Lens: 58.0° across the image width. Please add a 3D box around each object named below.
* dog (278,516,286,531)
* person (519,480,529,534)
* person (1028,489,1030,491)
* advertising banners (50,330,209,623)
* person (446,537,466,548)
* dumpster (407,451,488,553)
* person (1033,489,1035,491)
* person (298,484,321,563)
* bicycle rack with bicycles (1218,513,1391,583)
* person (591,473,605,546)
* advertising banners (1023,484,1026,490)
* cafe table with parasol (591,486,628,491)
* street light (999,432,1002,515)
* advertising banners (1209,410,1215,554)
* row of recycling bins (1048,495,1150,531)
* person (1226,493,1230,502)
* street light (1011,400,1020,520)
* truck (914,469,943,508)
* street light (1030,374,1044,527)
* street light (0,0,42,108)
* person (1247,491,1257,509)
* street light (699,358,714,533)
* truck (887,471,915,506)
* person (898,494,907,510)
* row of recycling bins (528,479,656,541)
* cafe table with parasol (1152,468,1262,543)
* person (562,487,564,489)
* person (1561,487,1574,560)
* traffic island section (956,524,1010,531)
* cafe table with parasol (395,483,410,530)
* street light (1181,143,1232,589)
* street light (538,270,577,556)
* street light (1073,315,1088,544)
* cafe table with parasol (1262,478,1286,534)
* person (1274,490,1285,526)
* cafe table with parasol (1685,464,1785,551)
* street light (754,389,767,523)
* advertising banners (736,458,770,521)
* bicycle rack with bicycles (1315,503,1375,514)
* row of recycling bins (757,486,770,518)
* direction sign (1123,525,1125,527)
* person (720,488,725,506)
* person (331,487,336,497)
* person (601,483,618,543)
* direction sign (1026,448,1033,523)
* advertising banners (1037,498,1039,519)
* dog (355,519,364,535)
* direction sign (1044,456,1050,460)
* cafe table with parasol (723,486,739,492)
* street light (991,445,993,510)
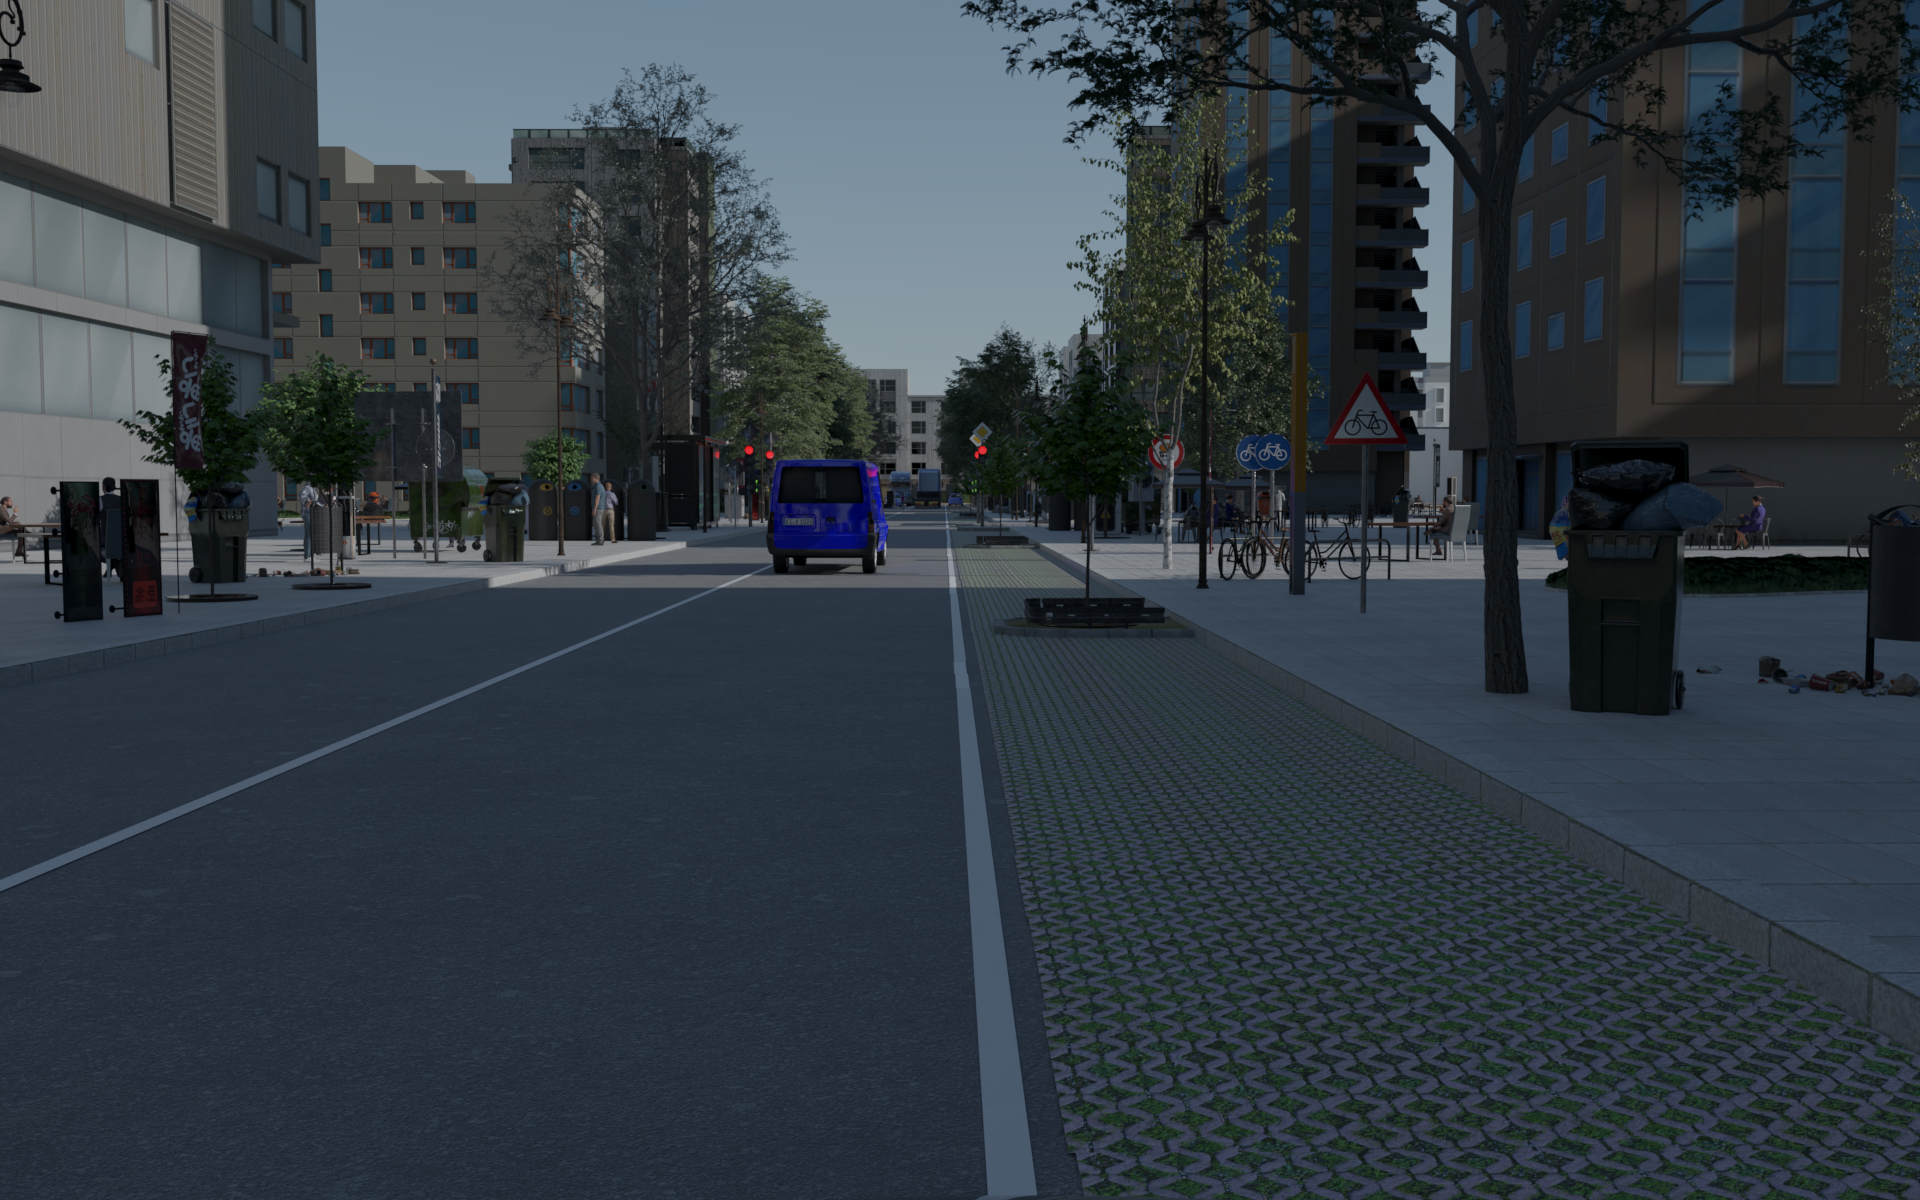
[{"bbox_3d":[-23.973,-2.681,60.665,0.406,0.507,0.540,2,4,28],"label":"dog"},{"bbox_3d":[-14.081,-2.988,55.572,0.621,1.740,0.551,0,4,4],"label":"person"},{"bbox_3d":[7.086,-10.515,178.413,0.568,1.767,0.683,1,4,11],"label":"person"},{"bbox_3d":[-8.591,-1.339,18.078,0.090,3.025,2.074,1,4,21],"label":"advertising banners"},{"bbox_3d":[-12.069,-2.128,41.360,0.617,1.759,0.750,0,4,-2],"label":"person"},{"bbox_3d":[-11.398,-2.205,38.539,1.502,2.255,1.985,0,4,0],"label":"dumpster"},{"bbox_3d":[8.239,-11.377,192.145,1.350,1.814,0.705,0,4,1],"label":"person"},{"bbox_3d":[-12.230,-1.576,32.529,0.376,1.734,0.841,-1,4,-20],"label":"person"},{"bbox_3d":[5.000,-0.781,26.157,2.925,0.926,2.852,-2,4,-35],"label":"bicycle rack with bicycles"},{"bbox_3d":[-9.052,-2.260,43.118,0.434,1.807,0.598,0,4,8],"label":"person"},{"bbox_3d":[4.988,-7.476,118.412,2.074,3.025,0.090,-1,4,-13],"label":"advertising banners"},{"bbox_3d":[-19.324,-5.547,95.564,2.610,1.966,2.610,0,4,2],"label":"cafe table with parasol"},{"bbox_3d":[2.471,-8.166,106.294,0.468,5.910,1.993,0,4,-1],"label":"street light"},{"bbox_3d":[5.388,-2.505,37.138,0.090,3.025,2.074,1,4,10],"label":"advertising banners"},{"bbox_3d":[4.844,-3.259,60.391,3.534,1.692,1.069,0,4,6],"label":"row of recycling bins"},{"bbox_3d":[15.666,-5.599,101.496,0.340,1.345,0.435,1,4,17],"label":"person"},{"bbox_3d":[2.775,-6.851,84.809,0.468,5.910,1.993,0,4,-1],"label":"street light"},{"bbox_3d":[-3.277,-11.557,178.714,2.967,4.110,18.799,0,3,0],"label":"truck"},{"bbox_3d":[2.963,-5.769,67.112,0.468,5.910,1.993,0,4,-1],"label":"street light"},{"bbox_3d":[-8.215,-2.546,14.415,0.468,5.910,1.993,0,4,-1],"label":"street light"},{"bbox_3d":[16.972,-5.627,100.002,0.435,1.587,0.963,-2,4,-31],"label":"person"},{"bbox_3d":[-8.479,-5.175,57.402,0.468,5.910,1.993,0,4,-1],"label":"street light"},{"bbox_3d":[-6.990,-13.519,210.788,2.967,4.110,18.799,0,3,0],"label":"truck"},{"bbox_3d":[-5.324,-9.100,160.512,0.991,1.433,0.599,-1,4,-15],"label":"person"},{"bbox_3d":[-10.147,-2.486,47.764,3.534,1.692,1.069,0,4,-1],"label":"row of recycling bins"},{"bbox_3d":[6.053,-2.506,45.841,2.610,1.966,2.610,-2,4,-27],"label":"cafe table with parasol"},{"bbox_3d":[-17.698,-4.399,78.768,0.742,1.727,0.445,-1,4,-15],"label":"person"},{"bbox_3d":[11.778,-1.471,33.327,0.421,1.427,0.697,1,4,10],"label":"person"},{"bbox_3d":[0.894,-2.770,67.572,2.009,0.180,2.903,0,4,-1],"label":"traffic island section"},{"bbox_3d":[-18.870,-3.484,61.836,2.610,1.966,2.610,-1,4,-17],"label":"cafe table with parasol"},{"bbox_3d":[3.295,-3.092,23.342,0.468,5.910,1.993,0,4,-1],"label":"street light"},{"bbox_3d":[-8.307,-3.860,35.901,0.468,5.910,1.993,0,4,-1],"label":"street light"},{"bbox_3d":[3.209,-4.406,44.828,0.468,5.910,1.993,0,4,-1],"label":"street light"},{"bbox_3d":[9.375,-3.124,55.938,2.610,1.966,2.610,-1,4,-11],"label":"cafe table with parasol"},{"bbox_3d":[13.054,-3.824,71.177,0.875,1.805,0.789,0,4,-5],"label":"person"},{"bbox_3d":[17.613,-2.136,39.795,2.610,1.966,2.610,1,4,11],"label":"cafe table with parasol"},{"bbox_3d":[-8.703,-6.312,75.990,0.468,5.910,1.993,0,4,-1],"label":"street light"},{"bbox_3d":[-9.880,-5.340,83.490,2.074,3.025,0.090,1,4,16],"label":"advertising banners"},{"bbox_3d":[14.568,-3.212,65.901,2.852,0.926,2.925,1,4,12],"label":"bicycle rack with bicycles"},{"bbox_3d":[-9.741,-5.251,92.958,1.069,1.692,3.534,3,4,37],"label":"row of recycling bins"},{"bbox_3d":[6.408,-4.564,66.626,0.379,3.537,0.876,2,4,31],"label":"direction sign"},{"bbox_3d":[-17.264,-7.231,124.961,0.600,1.739,0.565,-1,4,-14],"label":"person"},{"bbox_3d":[-21.074,-3.165,58.506,0.841,1.734,0.376,3,4,38],"label":"person"},{"bbox_3d":[-9.187,-2.269,45.212,0.516,1.574,0.319,1,4,20],"label":"person"},{"bbox_3d":[3.170,-5.244,77.736,0.379,3.537,0.876,-1,4,-19],"label":"direction sign"},{"bbox_3d":[3.585,-5.151,80.413,0.090,3.025,2.074,0,3,0],"label":"advertising banners"},{"bbox_3d":[-18.972,-2.312,54.625,0.406,0.507,0.540,-3,5,-39],"label":"dog"},{"bbox_3d":[3.391,-4.233,61.206,0.876,3.537,0.379,0,4,-2],"label":"direction sign"},{"bbox_3d":[-15.439,-7.210,122.746,2.610,1.966,2.610,0,4,-7],"label":"cafe table with parasol"},{"bbox_3d":[2.401,-9.509,128.254,0.468,5.910,1.993,0,4,-1],"label":"street light"}]
